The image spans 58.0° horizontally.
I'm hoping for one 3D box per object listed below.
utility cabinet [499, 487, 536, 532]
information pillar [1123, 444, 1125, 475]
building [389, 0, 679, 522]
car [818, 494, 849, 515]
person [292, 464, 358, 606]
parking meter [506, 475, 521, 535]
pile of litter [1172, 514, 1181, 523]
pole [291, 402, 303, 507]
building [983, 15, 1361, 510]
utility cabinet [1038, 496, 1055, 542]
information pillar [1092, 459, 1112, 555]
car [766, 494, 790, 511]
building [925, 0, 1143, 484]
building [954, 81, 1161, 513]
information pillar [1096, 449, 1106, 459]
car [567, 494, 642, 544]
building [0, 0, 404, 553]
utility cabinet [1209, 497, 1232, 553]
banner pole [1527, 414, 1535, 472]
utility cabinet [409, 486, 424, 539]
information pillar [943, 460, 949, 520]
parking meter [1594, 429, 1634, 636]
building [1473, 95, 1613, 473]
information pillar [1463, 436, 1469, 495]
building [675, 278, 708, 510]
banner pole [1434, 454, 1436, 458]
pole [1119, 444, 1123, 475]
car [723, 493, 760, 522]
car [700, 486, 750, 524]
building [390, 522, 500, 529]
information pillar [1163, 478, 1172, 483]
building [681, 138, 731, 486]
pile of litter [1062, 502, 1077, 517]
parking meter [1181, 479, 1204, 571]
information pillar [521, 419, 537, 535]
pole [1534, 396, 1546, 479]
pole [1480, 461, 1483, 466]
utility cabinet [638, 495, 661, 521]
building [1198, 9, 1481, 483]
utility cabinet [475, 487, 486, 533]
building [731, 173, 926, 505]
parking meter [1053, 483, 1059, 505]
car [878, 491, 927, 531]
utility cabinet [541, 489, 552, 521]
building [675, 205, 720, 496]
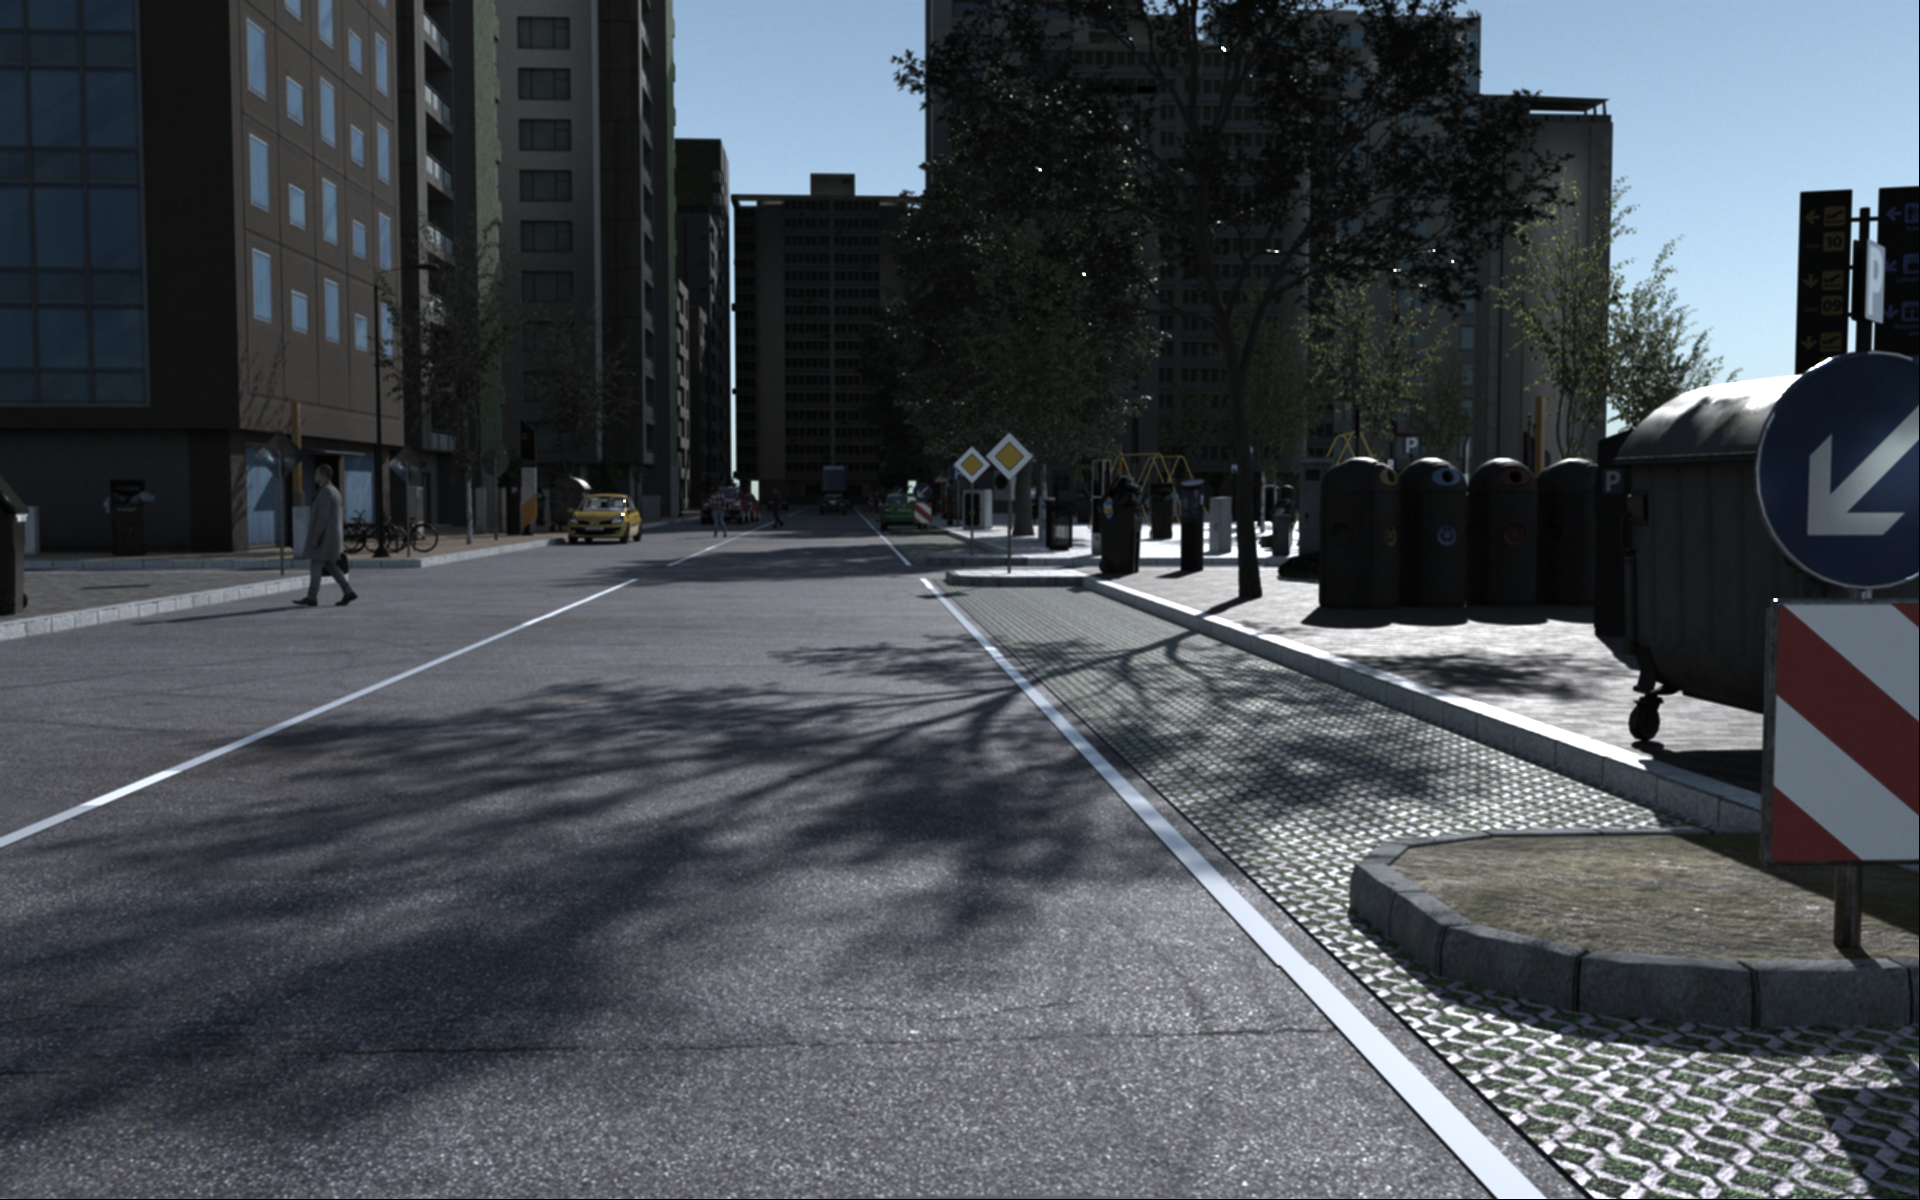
[{"bbox_3d":[-14.950,-3.049,58.537,1.173,1.500,0.318,-2,4,-30],"label":"utility cabinet"},{"bbox_3d":[7.597,-5.460,80.631,0.183,3.616,0.504,0,4,-3],"label":"information pillar"},{"bbox_3d":[-23.083,-25.078,93.614,14.154,41.232,14.086,0,4,-4],"label":"building"},{"bbox_3d":[-8.757,-6.619,120.024,2.131,1.459,4.920,0,4,-3],"label":"car"},{"bbox_3d":[-8.176,-0.835,22.252,0.767,1.812,0.694,0,4,-6],"label":"person"},{"bbox_3d":[-13.991,-2.970,54.275,0.399,1.863,0.255,-3,4,-37],"label":"parking meter"},{"bbox_3d":[9.541,-3.929,78.211,1.719,0.858,1.176,0,4,1],"label":"pile of litter"},{"bbox_3d":[-14.758,-2.735,38.566,0.158,3.312,0.155,0,3,0],"label":"pole"},{"bbox_3d":[14.237,-27.698,144.746,32.217,40.220,23.993,0,4,-4],"label":"building"},{"bbox_3d":[2.330,-2.151,46.323,0.306,1.237,1.020,1,4,13],"label":"utility cabinet"},{"bbox_3d":[3.007,-1.977,36.822,0.304,2.012,0.304,3,5,40],"label":"information pillar"},{"bbox_3d":[-15.581,-8.457,148.050,2.009,1.686,4.222,0,4,-6],"label":"car"},{"bbox_3d":[7.098,-38.398,169.813,21.231,58.520,28.212,0,4,-4],"label":"building"},{"bbox_3d":[6.424,-21.621,125.207,14.160,30.474,14.107,0,4,-4],"label":"building"},{"bbox_3d":[6.840,-5.674,84.122,0.504,3.616,0.183,-1,4,-12],"label":"information pillar"},{"bbox_3d":[-10.495,-2.508,51.235,2.015,1.641,3.980,0,4,-2],"label":"car"},{"bbox_3d":[-22.962,-24.022,42.873,14.600,45.320,14.200,0,4,-4],"label":"building"},{"bbox_3d":[5.770,-1.668,38.430,0.306,1.237,1.020,0,4,-4],"label":"utility cabinet"},{"bbox_3d":[18.000,-3.931,54.291,0.401,3.779,0.863,-2,4,-31],"label":"banner pole"},{"bbox_3d":[-15.391,-2.465,48.975,0.318,1.500,1.173,-1,4,-9],"label":"utility cabinet"},{"bbox_3d":[-0.656,-5.814,86.420,0.183,3.616,0.504,-1,4,-20],"label":"information pillar"},{"bbox_3d":[5.998,-0.614,15.754,0.255,1.863,0.399,-2,4,-31],"label":"parking meter"},{"bbox_3d":[58.184,-30.433,181.173,14.086,41.232,14.154,0,4,-4],"label":"building"},{"bbox_3d":[20.457,-4.813,70.052,0.183,3.616,0.504,2,4,34],"label":"information pillar"},{"bbox_3d":[-37.230,-18.786,152.192,27.650,21.520,28.899,0,4,-4],"label":"building"},{"bbox_3d":[29.473,-7.242,108.423,0.863,3.779,0.401,2,4,26],"label":"banner pole"},{"bbox_3d":[6.486,-4.654,69.933,0.158,3.312,0.155,0,3,0],"label":"pole"},{"bbox_3d":[-11.449,-4.964,90.199,2.155,1.783,4.494,0,4,-2],"label":"car"},{"bbox_3d":[-11.307,-4.582,83.596,2.281,1.827,5.304,0,4,-2],"label":"car"},{"bbox_3d":[-25.763,-23.325,64.960,14.154,41.232,14.086,0,4,-4],"label":"building"},{"bbox_3d":[9.540,-4.595,79.616,0.304,2.012,0.304,-3,5,-43],"label":"information pillar"},{"bbox_3d":[-34.152,-31.710,202.058,14.086,41.232,14.154,0,4,-4],"label":"building"},{"bbox_3d":[6.233,-5.243,99.681,1.176,0.858,1.719,1,4,18],"label":"pile of litter"},{"bbox_3d":[3.901,-1.265,29.089,0.372,1.533,0.369,0,3,0],"label":"parking meter"},{"bbox_3d":[-13.371,-3.812,53.682,0.504,3.616,0.183,1,4,12],"label":"information pillar"},{"bbox_3d":[12.118,-2.592,36.223,0.158,3.312,0.155,0,3,0],"label":"pole"},{"bbox_3d":[32.374,-6.962,107.671,0.158,3.312,0.155,0,3,0],"label":"pole"},{"bbox_3d":[-14.975,-4.429,83.574,1.020,1.237,0.306,0,4,-3],"label":"utility cabinet"},{"bbox_3d":[36.075,-33.953,174.746,30.456,49.044,23.786,0,4,-4],"label":"building"},{"bbox_3d":[-15.665,-2.929,56.571,0.318,1.500,1.173,-1,4,-13],"label":"utility cabinet"},{"bbox_3d":[-15.608,-31.856,212.723,23.993,40.220,32.217,0,4,-4],"label":"building"},{"bbox_3d":[5.148,-5.353,93.239,0.255,1.863,0.399,-1,4,-8],"label":"parking meter"},{"bbox_3d":[-2.256,-3.646,68.405,1.959,1.807,4.718,0,4,-3],"label":"car"},{"bbox_3d":[-19.346,-4.399,80.604,1.173,1.500,0.318,-1,4,-16],"label":"utility cabinet"},{"bbox_3d":[-31.554,-24.655,174.811,14.107,30.474,14.160,0,4,-4],"label":"building"}]
